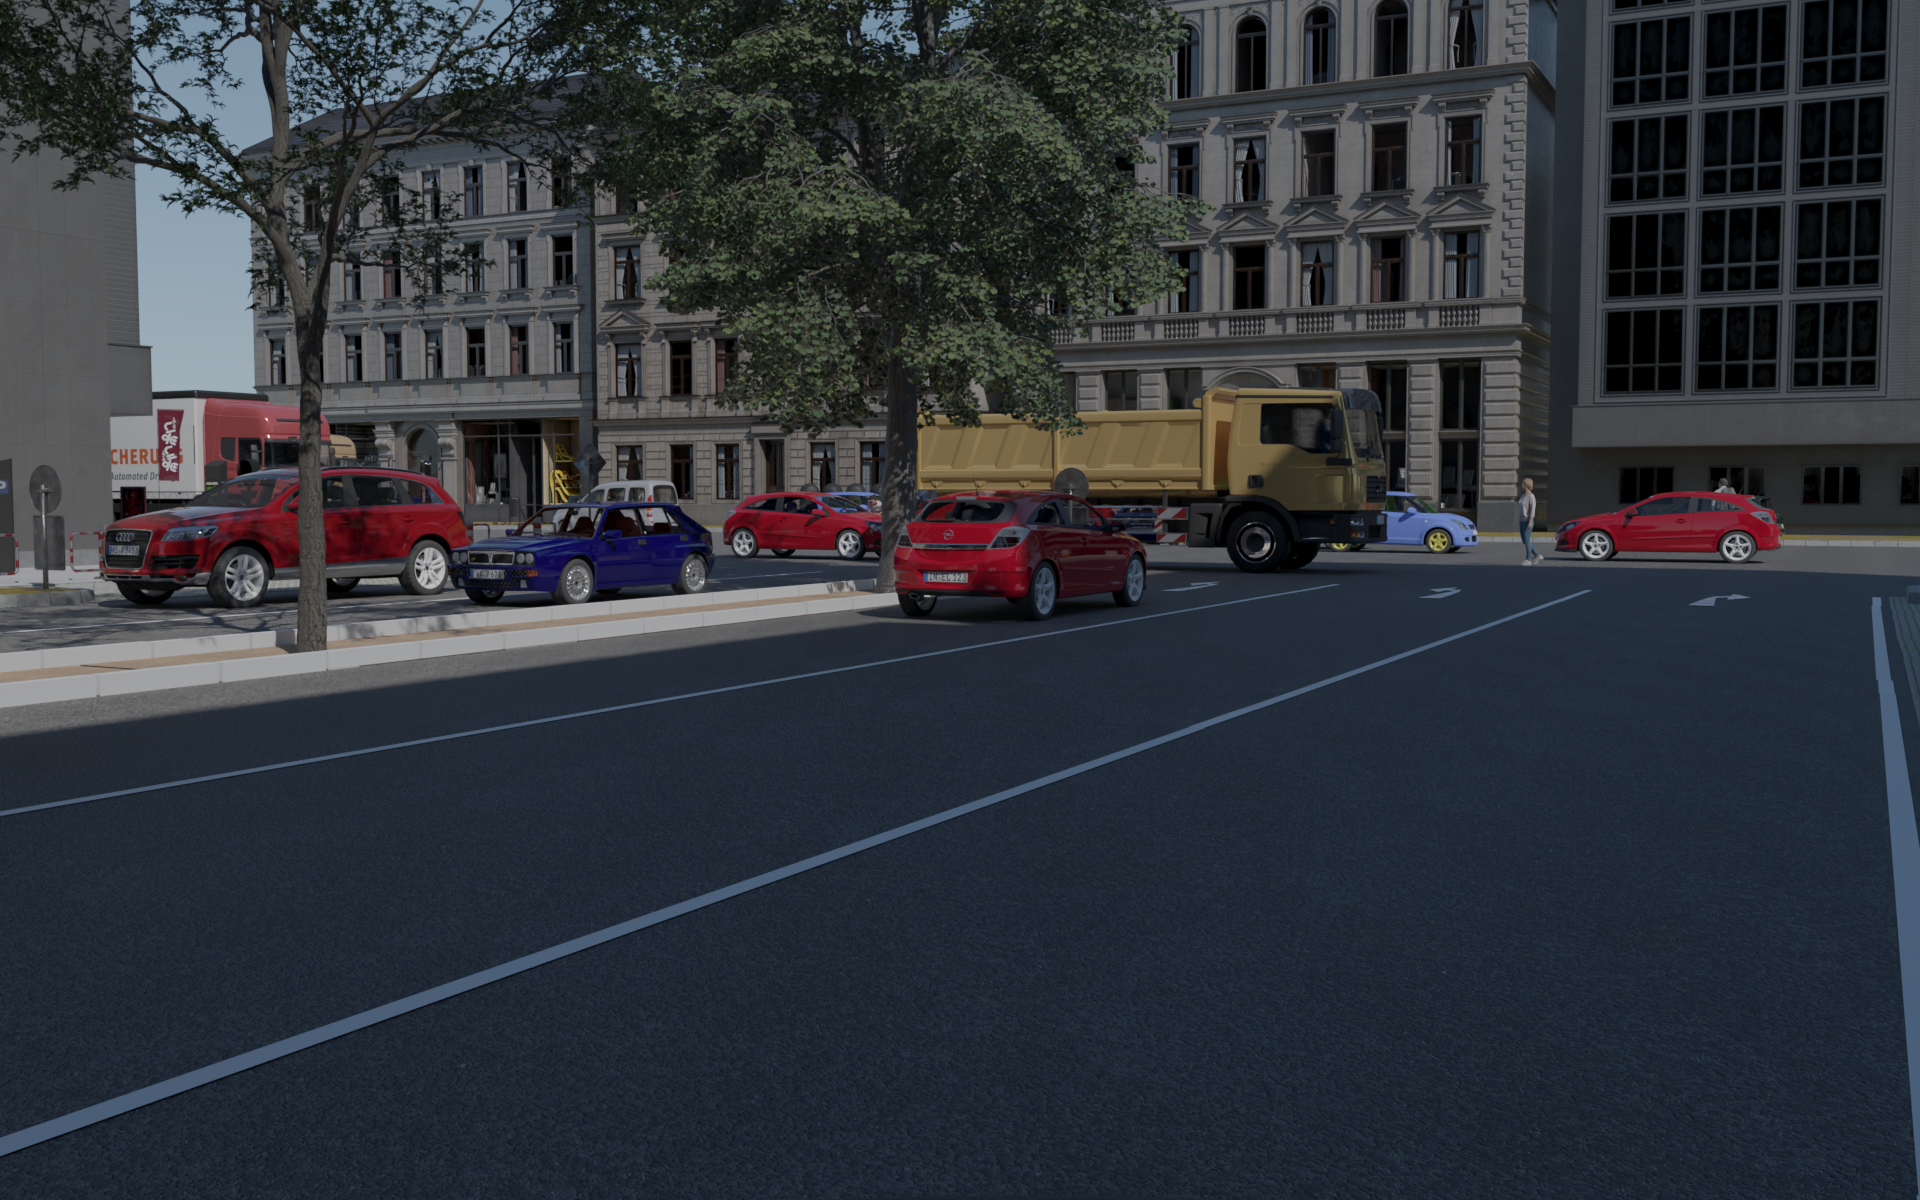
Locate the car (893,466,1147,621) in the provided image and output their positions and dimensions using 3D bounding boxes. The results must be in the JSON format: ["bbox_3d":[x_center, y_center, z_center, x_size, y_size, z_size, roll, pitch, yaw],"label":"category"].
[{"bbox_3d":[0.857,-0.747,21.256,2.155,1.783,4.494,2,4,28],"label":"car"}]

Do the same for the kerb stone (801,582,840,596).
[{"bbox_3d":[-2.059,-0.149,24.665,0.120,0.150,1.000,2,4,27],"label":"kerb stone"}]

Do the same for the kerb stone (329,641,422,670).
[{"bbox_3d":[-4.961,0.467,14.559,0.120,0.150,1.000,2,4,27],"label":"kerb stone"}]

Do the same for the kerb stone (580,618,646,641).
[{"bbox_3d":[-3.528,0.299,17.307,0.120,0.150,1.000,2,4,27],"label":"kerb stone"}]

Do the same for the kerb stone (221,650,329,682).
[{"bbox_3d":[-5.433,0.523,13.647,0.120,0.150,1.000,2,4,27],"label":"kerb stone"}]

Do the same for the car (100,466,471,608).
[{"bbox_3d":[-9.072,-0.914,23.612,2.281,1.827,5.304,2,4,28],"label":"car"}]

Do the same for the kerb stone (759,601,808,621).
[{"bbox_3d":[-2.112,0.135,20.045,0.120,0.150,1.000,2,4,27],"label":"kerb stone"}]

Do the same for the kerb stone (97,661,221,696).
[{"bbox_3d":[-5.915,0.578,12.738,0.120,0.150,1.000,2,4,27],"label":"kerb stone"}]

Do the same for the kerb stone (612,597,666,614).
[{"bbox_3d":[-3.954,0.072,21.024,0.120,0.150,1.000,2,4,27],"label":"kerb stone"}]

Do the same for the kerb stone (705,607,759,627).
[{"bbox_3d":[-2.578,0.190,19.131,0.120,0.150,1.000,2,4,27],"label":"kerb stone"}]

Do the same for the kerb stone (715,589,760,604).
[{"bbox_3d":[-3.010,-0.040,22.847,0.120,0.150,1.000,2,4,27],"label":"kerb stone"}]

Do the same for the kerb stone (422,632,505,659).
[{"bbox_3d":[-4.481,0.413,15.480,0.120,0.150,1.000,2,4,27],"label":"kerb stone"}]

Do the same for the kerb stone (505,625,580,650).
[{"bbox_3d":[-4.001,0.355,16.391,0.120,0.150,1.000,2,4,27],"label":"kerb stone"}]

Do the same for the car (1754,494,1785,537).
[{"bbox_3d":[20.670,-2.354,48.273,4.222,1.686,2.009,2,4,29],"label":"car"}]

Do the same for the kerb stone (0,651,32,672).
[{"bbox_3d":[-7.780,0.520,13.707,0.120,0.150,1.000,2,4,27],"label":"kerb stone"}]

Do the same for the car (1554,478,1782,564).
[{"bbox_3d":[15.052,-1.707,36.953,4.494,1.783,2.155,2,4,26],"label":"car"}]

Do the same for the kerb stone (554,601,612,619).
[{"bbox_3d":[-4.439,0.129,20.101,0.120,0.150,1.000,2,4,27],"label":"kerb stone"}]

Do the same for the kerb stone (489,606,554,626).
[{"bbox_3d":[-4.912,0.184,19.184,0.120,0.150,1.000,2,4,27],"label":"kerb stone"}]

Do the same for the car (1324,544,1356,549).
[{"bbox_3d":[8.847,-2.284,46.139,4.718,1.807,1.959,2,4,26],"label":"car"}]

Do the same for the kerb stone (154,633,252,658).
[{"bbox_3d":[-6.825,0.414,15.524,0.120,0.150,1.000,2,4,27],"label":"kerb stone"}]

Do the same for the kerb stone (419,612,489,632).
[{"bbox_3d":[-5.395,0.240,18.274,0.120,0.150,1.000,2,4,27],"label":"kerb stone"}]

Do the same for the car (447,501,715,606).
[{"bbox_3d":[-5.051,-0.667,23.479,1.945,1.354,3.894,2,4,28],"label":"car"}]

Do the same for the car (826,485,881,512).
[{"bbox_3d":[-2.930,-2.633,52.646,3.694,1.707,1.945,2,4,26],"label":"car"}]

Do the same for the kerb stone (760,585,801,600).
[{"bbox_3d":[-2.536,-0.094,23.756,0.120,0.150,1.000,2,4,27],"label":"kerb stone"}]

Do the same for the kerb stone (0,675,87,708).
[{"bbox_3d":[-6.391,0.634,11.829,0.120,0.150,1.000,2,4,27],"label":"kerb stone"}]

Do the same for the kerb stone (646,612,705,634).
[{"bbox_3d":[-3.058,0.243,18.219,0.120,0.150,1.000,2,4,27],"label":"kerb stone"}]

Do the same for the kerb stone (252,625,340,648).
[{"bbox_3d":[-6.347,0.359,16.442,0.120,0.150,1.000,2,4,27],"label":"kerb stone"}]

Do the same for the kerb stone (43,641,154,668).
[{"bbox_3d":[-7.303,0.464,14.615,0.120,0.150,1.000,2,4,27],"label":"kerb stone"}]

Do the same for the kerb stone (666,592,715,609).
[{"bbox_3d":[-3.484,0.016,21.936,0.120,0.150,1.000,2,4,27],"label":"kerb stone"}]

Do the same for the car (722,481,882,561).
[{"bbox_3d":[-3.138,-1.808,38.596,4.494,1.783,2.155,2,4,27],"label":"car"}]

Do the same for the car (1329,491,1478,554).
[{"bbox_3d":[10.831,-2.021,42.642,3.694,1.707,1.945,2,4,26],"label":"car"}]

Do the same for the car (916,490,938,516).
[{"bbox_3d":[-0.846,-3.056,58.633,5.304,1.827,2.281,2,4,26],"label":"car"}]

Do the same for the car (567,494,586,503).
[{"bbox_3d":[-12.986,-3.341,64.411,4.222,1.686,2.009,2,4,28],"label":"car"}]

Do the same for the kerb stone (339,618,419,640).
[{"bbox_3d":[-5.869,0.296,17.363,0.120,0.150,1.000,2,4,27],"label":"kerb stone"}]

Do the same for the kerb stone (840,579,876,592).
[{"bbox_3d":[-1.583,-0.207,25.575,0.120,0.150,1.000,2,4,27],"label":"kerb stone"}]
